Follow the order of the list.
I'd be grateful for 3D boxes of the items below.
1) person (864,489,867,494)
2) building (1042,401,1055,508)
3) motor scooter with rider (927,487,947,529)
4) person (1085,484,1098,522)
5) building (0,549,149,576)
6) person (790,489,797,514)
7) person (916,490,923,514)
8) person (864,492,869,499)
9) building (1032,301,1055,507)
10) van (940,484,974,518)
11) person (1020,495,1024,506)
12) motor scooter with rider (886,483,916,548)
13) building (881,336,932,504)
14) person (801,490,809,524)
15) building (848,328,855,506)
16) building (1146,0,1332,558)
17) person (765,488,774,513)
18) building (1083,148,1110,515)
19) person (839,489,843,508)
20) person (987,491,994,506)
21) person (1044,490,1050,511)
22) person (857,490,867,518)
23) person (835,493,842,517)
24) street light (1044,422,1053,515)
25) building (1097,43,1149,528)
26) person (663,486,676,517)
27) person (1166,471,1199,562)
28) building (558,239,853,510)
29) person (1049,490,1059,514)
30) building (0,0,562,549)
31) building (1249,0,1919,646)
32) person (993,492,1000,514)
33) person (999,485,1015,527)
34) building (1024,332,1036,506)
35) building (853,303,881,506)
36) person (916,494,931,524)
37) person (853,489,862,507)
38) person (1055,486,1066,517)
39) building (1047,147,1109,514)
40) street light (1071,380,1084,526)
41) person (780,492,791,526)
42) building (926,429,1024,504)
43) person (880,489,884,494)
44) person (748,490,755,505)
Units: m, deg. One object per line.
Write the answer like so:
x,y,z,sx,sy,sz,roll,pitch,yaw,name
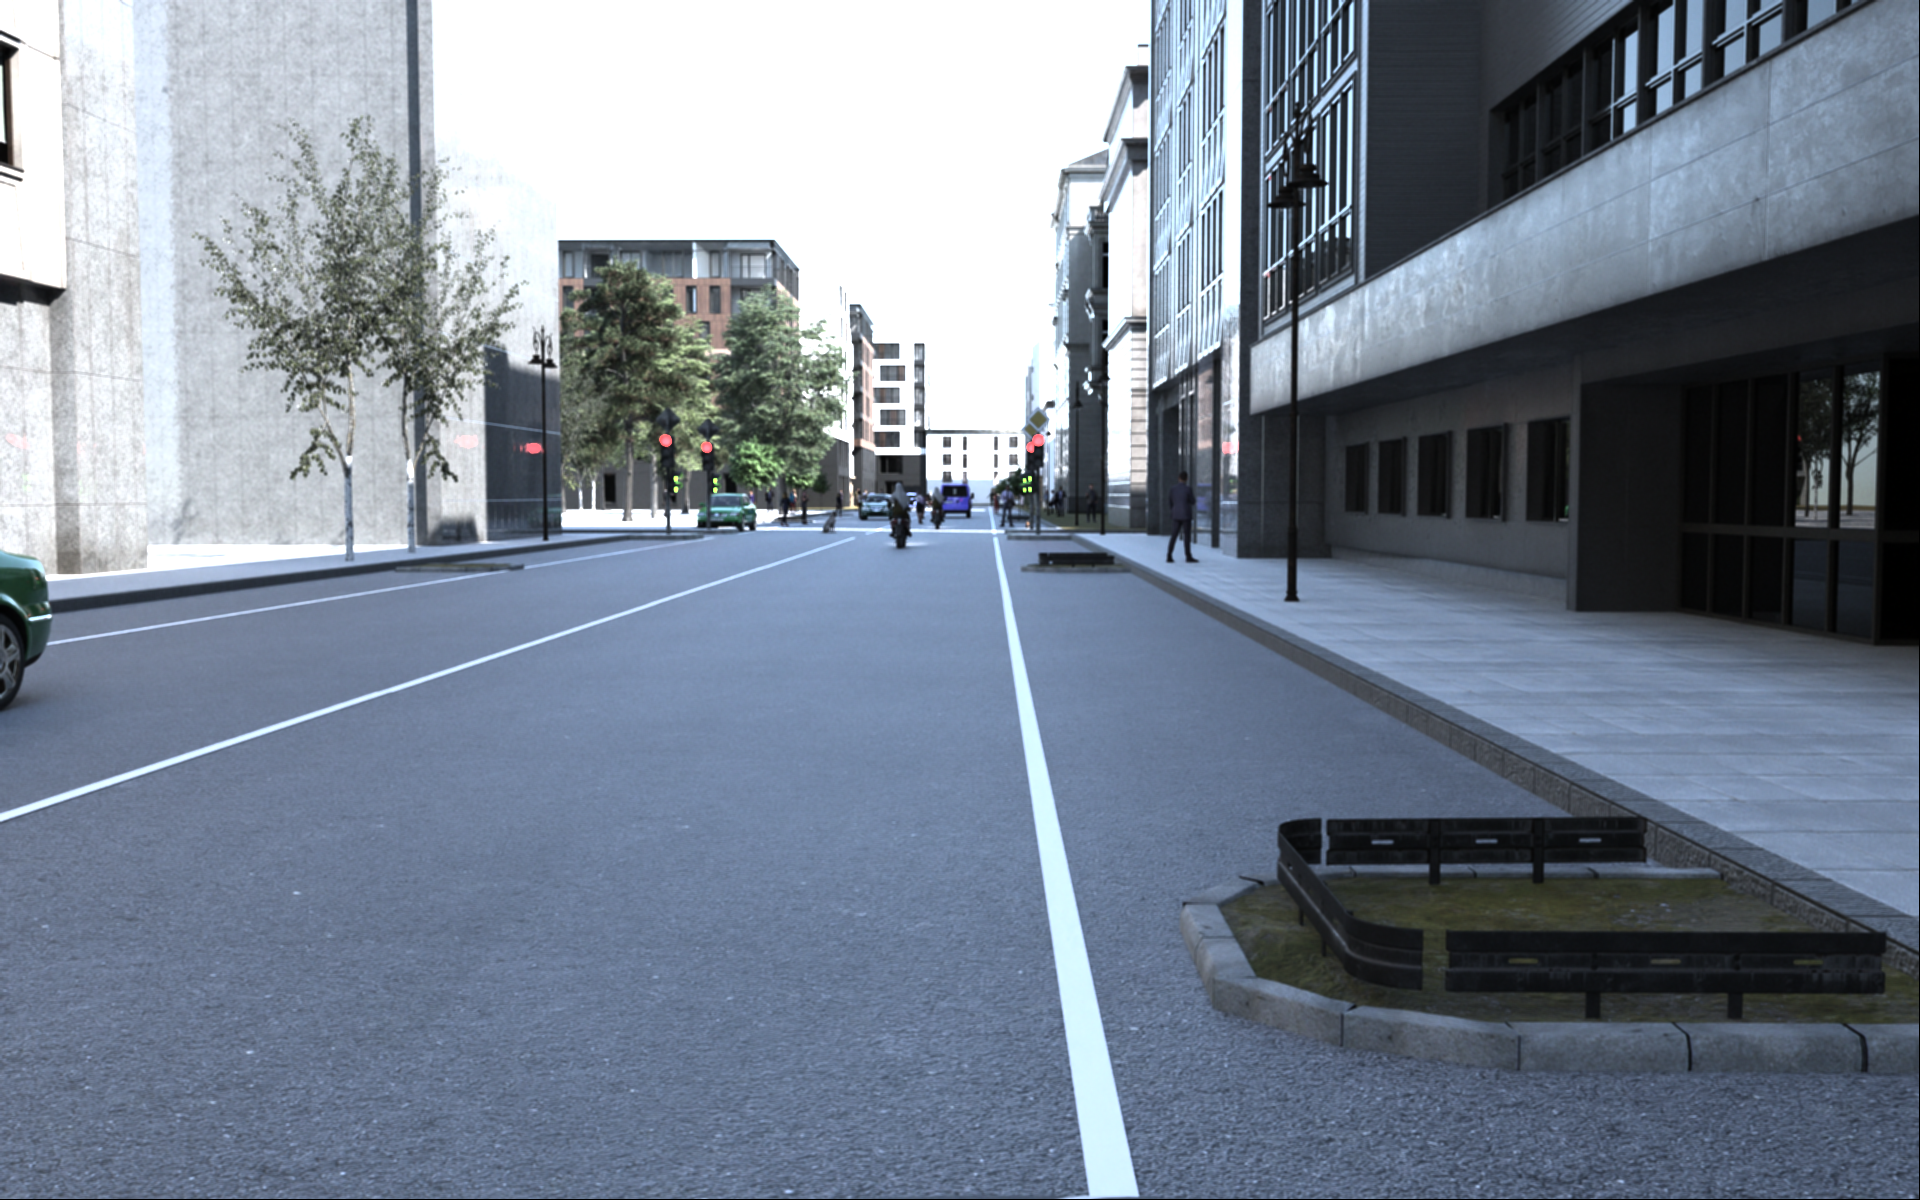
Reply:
-9.377,-10.000,170.073,0.750,1.759,0.617,3,5,39,person
12.295,-13.060,155.671,9.099,9.664,28.070,0,4,1,building
-0.895,-3.798,71.062,0.876,1.779,1.986,0,4,0,motor scooter with rider
5.969,-4.393,78.397,0.617,1.759,0.750,0,4,0,person
-19.986,-12.288,18.935,12.078,24.808,19.932,0,4,1,building
-10.557,-6.206,109.211,0.444,1.614,0.593,-1,4,-17,person
-2.940,-7.038,124.246,0.621,1.740,0.551,3,4,39,person
-6.379,-6.620,119.001,0.388,1.546,0.482,3,5,40,person
15.331,-19.507,175.353,16.016,20.091,11.380,0,4,1,building
-0.276,-6.217,106.033,2.240,2.365,5.245,0,4,1,van
6.487,-10.676,181.256,0.551,1.740,0.621,2,4,30,person
-1.549,-2.281,46.261,0.876,1.779,1.986,0,4,2,motor scooter with rider
-20.514,-24.070,237.513,32.646,21.610,27.936,0,4,1,building
-7.338,-4.427,82.348,0.593,1.643,0.415,3,5,41,person
-18.898,-19.629,177.346,16.016,20.091,11.380,0,4,1,building
11.692,-13.798,43.627,12.078,24.808,19.932,0,4,1,building
-12.867,-6.728,116.864,0.655,1.722,0.431,1,4,21,person
14.142,-16.898,95.370,14.460,24.649,34.723,0,4,1,building
-10.644,-9.036,154.693,0.530,1.710,0.541,-2,4,-24,person
3.928,-12.560,213.874,1.348,1.821,0.705,-2,4,-25,person
6.398,-7.306,127.556,0.319,1.574,0.516,-3,5,-41,person
-5.749,-5.617,101.793,0.566,1.644,0.517,1,4,12,person
-7.639,-5.974,108.716,0.613,1.512,0.480,2,4,32,person
5.321,-8.025,103.992,0.468,5.910,1.993,0,4,1,street light
17.951,-13.928,69.531,24.055,21.916,13.314,0,4,1,building
-16.045,-5.440,95.787,0.742,1.727,0.445,-1,4,-12,person
4.172,-1.562,32.499,0.530,1.710,0.541,-3,5,-42,person
-25.058,-19.041,155.287,27.936,21.610,32.646,0,4,1,building
6.039,-6.314,111.490,0.590,1.554,0.614,1,4,20,person
-22.587,-14.069,48.058,19.932,24.808,12.078,0,4,1,building
12.468,-12.208,18.667,14.314,24.678,30.058,0,4,1,building
2.632,-6.963,124.049,0.444,1.614,0.593,0,4,-3,person
2.086,-4.138,76.018,0.709,1.838,0.599,0,4,-5,person
16.035,-20.254,197.602,16.747,18.905,31.486,0,4,1,building
-26.679,-21.760,199.758,32.646,21.610,27.936,0,4,1,building
-1.798,-4.392,83.541,0.697,1.427,0.421,2,4,26,person
-9.808,-9.819,166.671,1.348,1.812,0.705,-3,5,-41,person
5.674,-5.577,98.041,0.655,1.722,0.431,3,5,43,person
12.933,-20.055,125.169,12.463,27.353,25.104,0,4,1,building
4.770,-5.980,70.555,0.468,5.910,1.993,0,4,1,street light
-7.789,-4.040,77.101,0.480,1.512,0.613,1,4,8,person
9.680,-17.444,227.361,28.070,9.664,9.099,0,4,1,building
-5.516,-6.739,119.129,0.568,1.767,0.683,2,4,35,person
-13.645,-6.413,113.272,0.453,1.535,0.546,-1,4,-20,person
